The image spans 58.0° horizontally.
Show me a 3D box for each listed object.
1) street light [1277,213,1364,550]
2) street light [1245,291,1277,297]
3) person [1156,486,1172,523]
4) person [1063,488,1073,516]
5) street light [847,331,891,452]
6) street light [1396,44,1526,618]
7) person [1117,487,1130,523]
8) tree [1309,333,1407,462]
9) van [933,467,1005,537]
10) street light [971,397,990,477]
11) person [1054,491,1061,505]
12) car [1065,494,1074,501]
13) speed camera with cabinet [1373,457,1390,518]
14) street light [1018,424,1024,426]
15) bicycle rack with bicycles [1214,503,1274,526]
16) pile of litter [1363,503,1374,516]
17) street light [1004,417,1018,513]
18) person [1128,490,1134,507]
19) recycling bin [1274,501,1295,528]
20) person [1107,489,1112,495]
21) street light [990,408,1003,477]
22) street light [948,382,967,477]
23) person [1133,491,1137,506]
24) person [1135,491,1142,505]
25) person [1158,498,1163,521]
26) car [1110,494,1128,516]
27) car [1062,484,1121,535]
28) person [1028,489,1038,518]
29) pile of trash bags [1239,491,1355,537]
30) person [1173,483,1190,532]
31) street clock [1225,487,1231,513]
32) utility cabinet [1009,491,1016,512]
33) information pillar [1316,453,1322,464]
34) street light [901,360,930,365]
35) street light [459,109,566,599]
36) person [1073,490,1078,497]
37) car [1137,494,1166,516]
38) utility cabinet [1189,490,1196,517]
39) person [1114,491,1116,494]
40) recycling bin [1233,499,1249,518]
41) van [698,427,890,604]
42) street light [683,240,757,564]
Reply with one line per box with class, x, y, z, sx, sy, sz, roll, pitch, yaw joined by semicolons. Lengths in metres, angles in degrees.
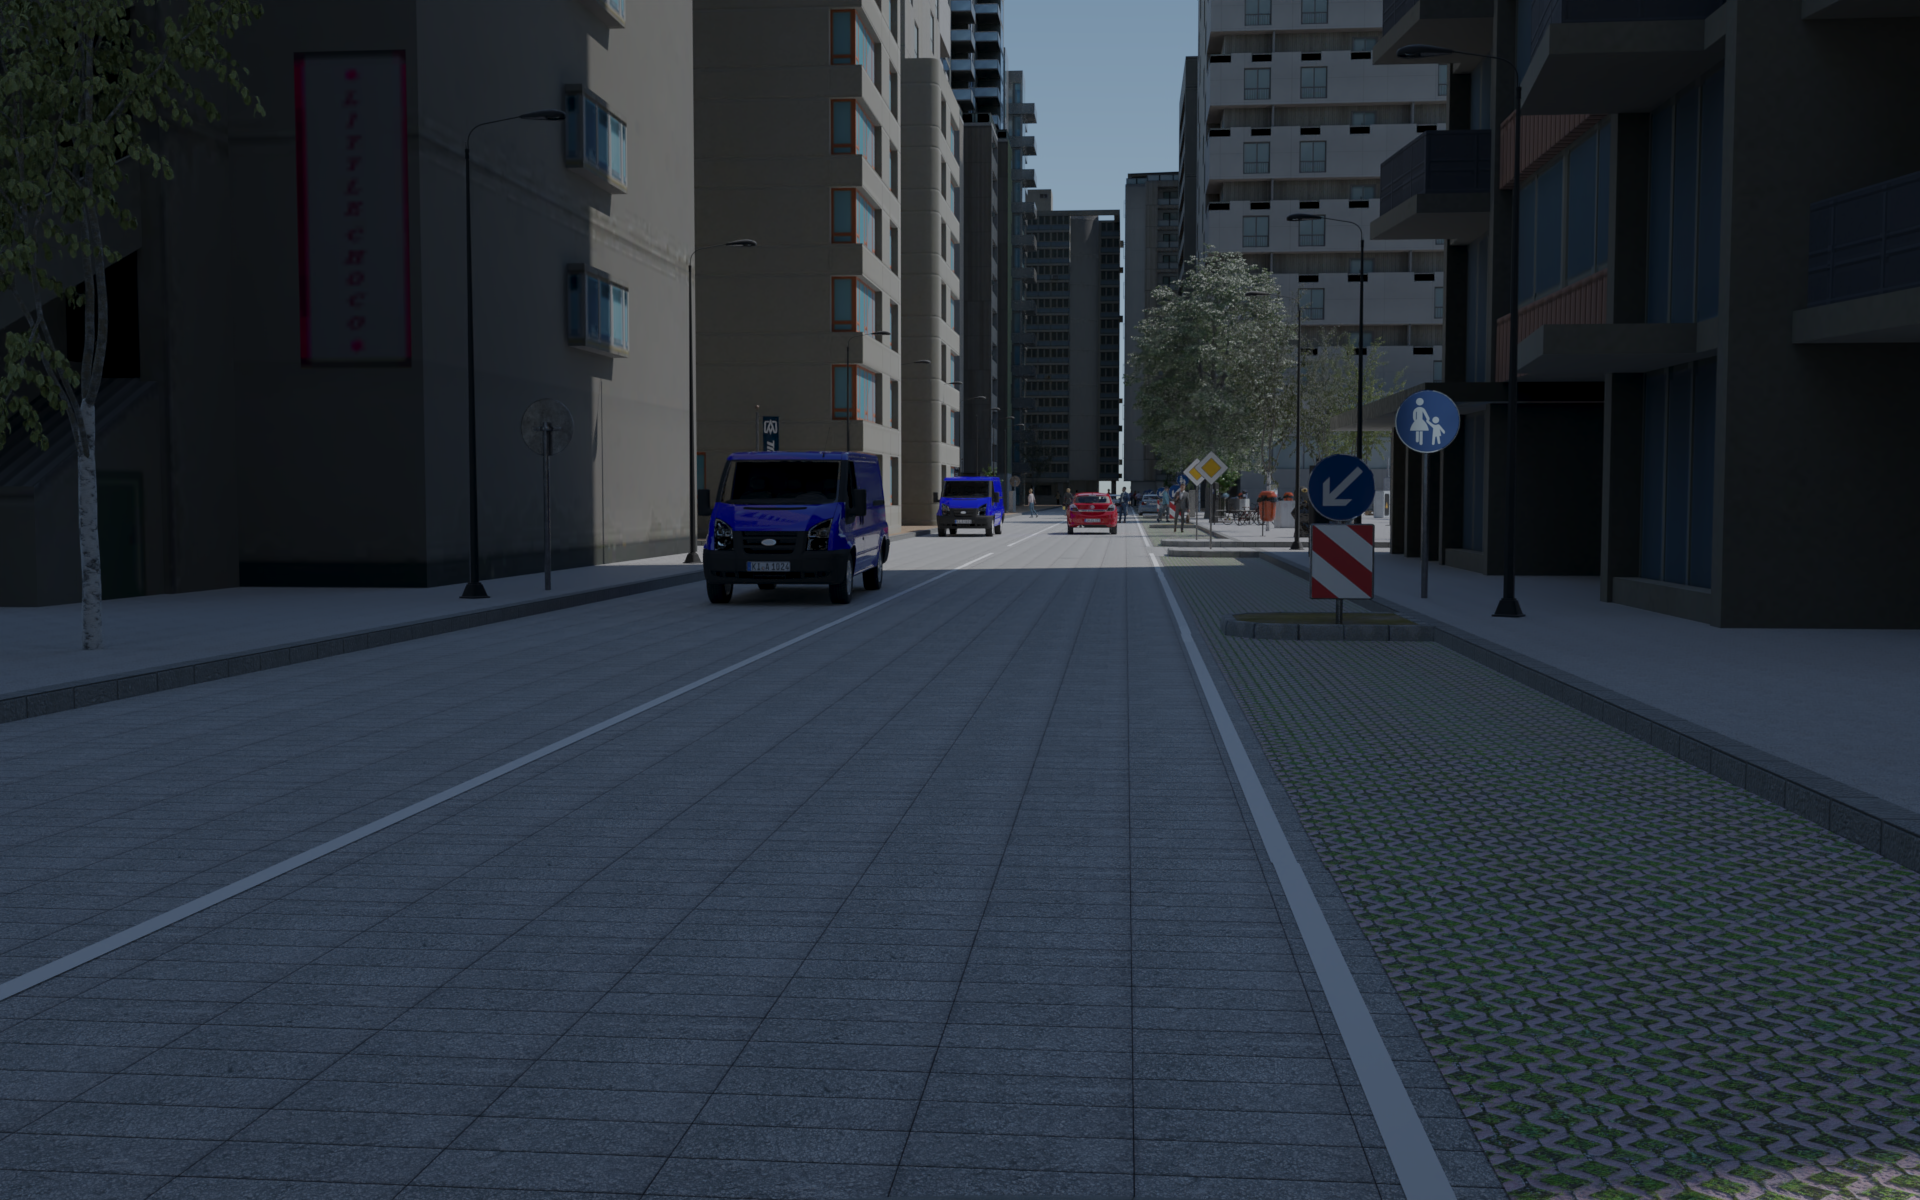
street light;6.098;-3.439;28.772;1.470;5.913;1.316;0;4;5
street light;7.217;-4.111;39.754;1.470;5.913;1.316;0;4;5
person;10.216;-4.782;86.549;0.748;1.841;0.638;1;4;17
person;7.450;-6.425;113.771;1.509;1.804;0.699;3;4;37
street light;-2.663;-4.706;49.488;1.470;5.913;1.316;0;4;5
street light;5.211;-2.782;18.032;1.470;5.913;1.316;0;4;5
person;8.049;-4.692;85.404;0.721;1.800;0.419;3;5;43
tree;18.530;-7.930;80.016;4.737;8.622;4.395;0;3;0
van;0.381;-3.396;59.902;2.240;2.365;5.245;0;4;6
street light;0.520;-6.733;82.618;1.470;5.913;1.316;0;4;5
person;11.567;-12.009;204.942;1.348;1.812;0.705;-3;5;-42
car;11.351;-9.907;171.013;2.155;1.783;4.494;0;4;4
speed camera with cabinet;22.789;-6.012;92.627;0.660;3.252;2.038;2;4;35
street light;3.545;-8.713;114.994;1.470;5.913;1.316;0;4;5
bicycle rack with bicycles;11.931;-3.549;71.403;2.925;0.926;2.852;-2;4;-24
pile of litter;24.574;-5.465;103.311;1.719;0.858;1.176;-3;4;-39
street light;2.569;-8.054;104.223;1.470;5.913;1.316;0;4;5
person;18.798;-11.103;189.899;0.709;1.838;0.599;-2;4;-28
recycling bin;12.295;-3.223;65.252;0.722;1.027;0.722;-1;4;-11
person;11.039;-7.346;128.571;1.348;1.831;0.705;1;4;9
street light;1.455;-7.400;93.529;1.470;5.913;1.316;0;4;5
street light;-0.593;-6.063;71.675;1.470;5.913;1.316;0;4;5
person;20.152;-11.639;198.742;0.705;1.831;1.348;3;5;40
person;17.243;-9.643;167.099;0.756;1.711;0.436;0;4;6
person;10.719;-4.790;91.829;0.382;1.210;0.505;-2;4;-34
car;10.286;-6.318;115.298;2.014;1.417;4.499;0;4;6
car;4.779;-3.288;62.806;2.155;1.783;4.494;0;4;4
person;4.457;-5.855;104.906;0.598;1.740;0.731;1;4;17
pile of trash bags;10.401;-2.569;51.762;3.447;1.369;1.912;3;5;41
person;8.224;-3.420;64.386;0.622;1.834;0.822;0;3;0
street clock;17.798;-6.770;115.266;0.471;2.002;0.358;2;4;35
utility cabinet;3.596;-6.772;119.393;0.318;1.500;1.173;1;4;11
information pillar;20.546;-6.589;99.091;0.183;3.616;0.504;-3;4;-37
street light;-1.724;-5.364;60.244;1.470;5.913;1.316;0;4;5
street light;-5.446;-2.971;21.121;1.470;5.913;1.316;0;4;5
person;10.892;-9.331;161.068;1.348;1.823;0.705;3;5;40
car;12.723;-6.288;114.813;2.014;1.417;4.499;0;4;5
utility cabinet;12.699;-5.271;94.864;0.318;1.500;1.173;0;4;4
person;17.532;-11.460;196.593;0.721;1.735;1.217;2;4;24
recycling bin;15.022;-4.895;92.595;0.722;1.027;0.722;2;4;28
van;-2.229;-1.224;24.399;2.240;2.365;5.245;0;4;4
street light;-4.408;-3.626;31.823;1.470;5.913;1.316;0;4;5
